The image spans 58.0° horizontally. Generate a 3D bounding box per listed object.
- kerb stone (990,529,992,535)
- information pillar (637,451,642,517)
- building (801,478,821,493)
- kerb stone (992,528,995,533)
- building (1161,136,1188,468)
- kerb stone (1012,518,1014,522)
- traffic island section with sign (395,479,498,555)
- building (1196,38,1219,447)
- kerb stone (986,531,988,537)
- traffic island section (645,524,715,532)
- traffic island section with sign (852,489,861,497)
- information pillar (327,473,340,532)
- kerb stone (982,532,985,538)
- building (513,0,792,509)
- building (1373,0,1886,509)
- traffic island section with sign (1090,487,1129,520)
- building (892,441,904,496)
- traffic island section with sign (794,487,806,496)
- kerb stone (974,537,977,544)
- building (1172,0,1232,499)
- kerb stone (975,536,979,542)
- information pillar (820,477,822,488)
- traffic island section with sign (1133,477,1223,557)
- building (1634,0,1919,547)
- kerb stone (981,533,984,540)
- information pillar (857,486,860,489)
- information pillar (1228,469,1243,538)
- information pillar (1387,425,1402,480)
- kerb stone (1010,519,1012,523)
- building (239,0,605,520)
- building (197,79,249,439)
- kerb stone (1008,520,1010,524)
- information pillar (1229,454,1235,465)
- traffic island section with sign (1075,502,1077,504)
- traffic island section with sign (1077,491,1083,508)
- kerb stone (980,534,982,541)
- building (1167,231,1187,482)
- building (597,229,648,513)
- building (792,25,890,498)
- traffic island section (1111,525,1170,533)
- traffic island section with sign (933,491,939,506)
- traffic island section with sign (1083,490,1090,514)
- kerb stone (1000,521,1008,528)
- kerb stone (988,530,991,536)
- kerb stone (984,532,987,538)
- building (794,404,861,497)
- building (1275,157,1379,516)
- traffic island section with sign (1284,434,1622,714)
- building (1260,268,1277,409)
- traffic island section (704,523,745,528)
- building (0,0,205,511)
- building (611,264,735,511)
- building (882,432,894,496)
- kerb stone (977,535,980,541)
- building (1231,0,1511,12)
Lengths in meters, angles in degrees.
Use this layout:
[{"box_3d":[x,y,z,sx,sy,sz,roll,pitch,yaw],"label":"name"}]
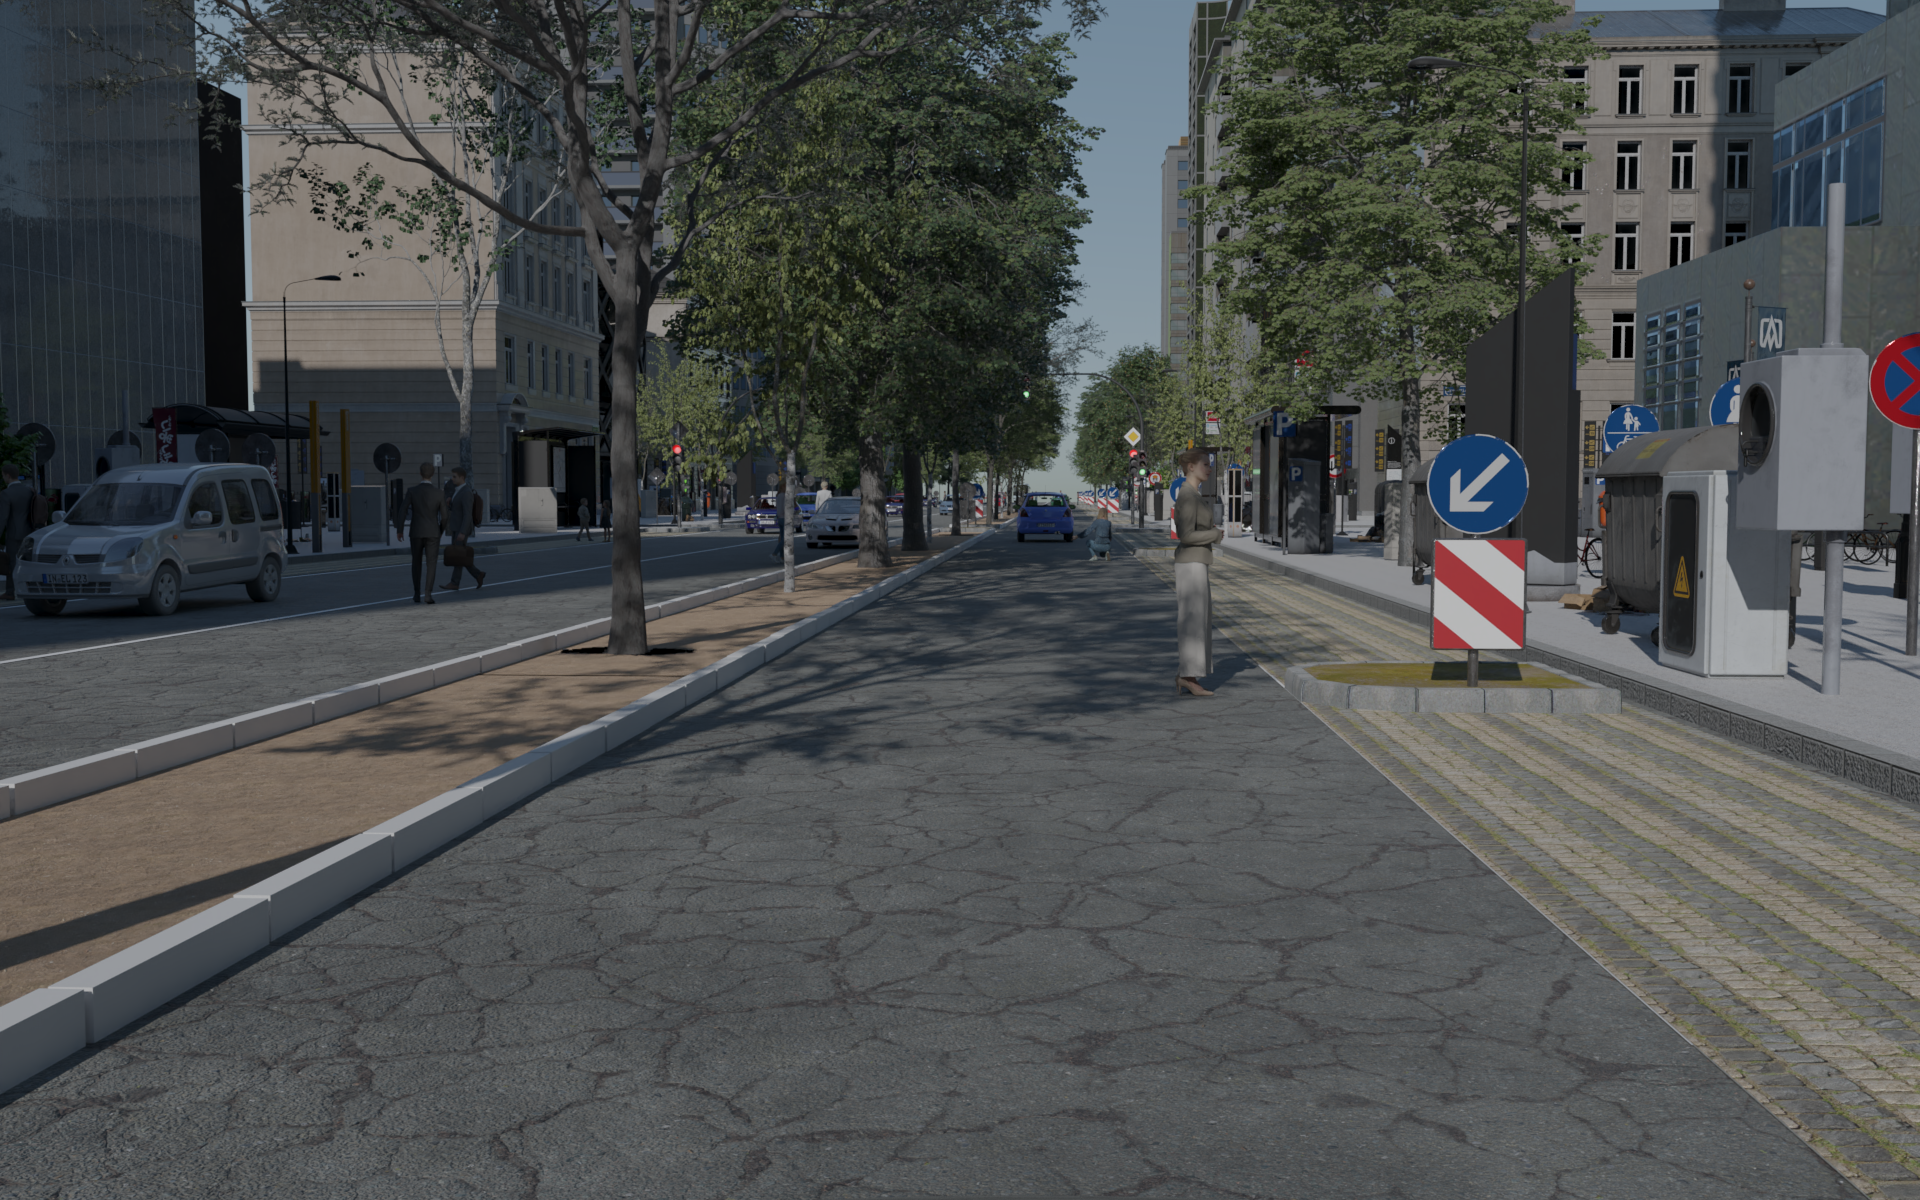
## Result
[{"box_3d":[0.926,-2.261,59.234,0.120,0.150,1.000,0,4,3],"label":"kerb stone"},{"box_3d":[-17.604,-6.344,95.077,0.183,3.616,0.504,1,4,11],"label":"information pillar"},{"box_3d":[-32.025,-30.542,191.238,32.217,40.220,23.993,0,4,3],"label":"building"},{"box_3d":[1.054,-2.391,61.285,0.120,0.150,1.000,0,4,3],"label":"kerb stone"},{"box_3d":[44.256,-45.795,290.746,21.231,58.520,28.212,0,4,3],"label":"building"},{"box_3d":[2.428,-3.804,84.395,0.120,0.150,1.000,0,4,3],"label":"kerb stone"},{"box_3d":[-12.198,-2.008,41.467,1.989,1.847,2.006,0,4,3],"label":"traffic island section with sign"},{"box_3d":[42.188,-37.164,196.867,28.713,52.752,27.495,0,4,3],"label":"building"},{"box_3d":[0.746,-2.076,56.162,0.120,0.150,1.000,0,4,3],"label":"kerb stone"},{"box_3d":[-10.728,-2.682,66.123,2.009,0.180,2.903,0,4,3],"label":"traffic island section"},{"box_3d":[-7.335,-7.018,123.364,1.989,1.847,2.006,0,4,3],"label":"traffic island section with sign"},{"box_3d":[-21.442,-3.350,59.269,0.304,2.012,0.304,1,4,14],"label":"information pillar"},{"box_3d":[0.622,-1.953,54.121,0.120,0.150,1.000,0,4,3],"label":"kerb stone"},{"box_3d":[-28.375,-38.037,163.905,21.231,58.520,28.212,0,4,3],"label":"building"},{"box_3d":[34.410,-17.738,87.283,25.104,27.353,12.463,0,4,3],"label":"building"},{"box_3d":[8.330,-5.327,95.720,1.989,1.847,2.006,0,4,3],"label":"traffic island section with sign"},{"box_3d":[-16.320,-37.788,301.427,14.154,41.232,14.086,0,4,3],"label":"building"},{"box_3d":[-8.936,-5.372,96.456,1.989,1.847,2.006,0,4,3],"label":"traffic island section with sign"},{"box_3d":[0.316,-1.640,49.007,0.120,0.150,1.000,0,4,3],"label":"kerb stone"},{"box_3d":[41.758,-49.741,251.524,20.563,71.187,20.611,0,4,3],"label":"building"},{"box_3d":[0.388,-1.703,50.036,0.120,0.150,1.000,0,4,3],"label":"kerb stone"},{"box_3d":[-10.988,-8.938,137.495,0.183,3.616,0.504,-1,4,-15],"label":"information pillar"},{"box_3d":[5.049,-1.939,40.330,1.989,1.847,2.006,0,4,3],"label":"traffic island section with sign"},{"box_3d":[30.596,-44.109,33.860,22.319,86.520,31.000,0,4,3],"label":"building"},{"box_3d":[0.573,-1.890,53.097,0.120,0.150,1.000,0,4,3],"label":"kerb stone"},{"box_3d":[-8.522,-9.389,144.859,0.183,3.616,0.504,2,4,27],"label":"information pillar"},{"box_3d":[8.073,-2.835,50.839,0.304,2.012,0.304,-2,4,-26],"label":"information pillar"},{"box_3d":[14.474,-4.065,57.816,0.504,3.616,0.183,1,4,15],"label":"information pillar"},{"box_3d":[2.242,-3.614,81.326,0.120,0.150,1.000,0,4,3],"label":"kerb stone"},{"box_3d":[-28.793,-18.985,96.307,13.634,28.700,20.117,0,4,3],"label":"building"},{"box_3d":[-48.489,-16.043,91.976,15.834,23.373,12.332,0,4,3],"label":"building"},{"box_3d":[2.065,-3.423,78.262,0.120,0.150,1.000,0,4,3],"label":"kerb stone"},{"box_3d":[15.674,-6.643,99.968,0.504,3.616,0.183,-3,5,-39],"label":"information pillar"},{"box_3d":[14.496,-11.663,199.319,1.989,1.847,2.006,0,4,3],"label":"traffic island section with sign"},{"box_3d":[12.895,-10.016,172.385,1.989,1.847,2.006,0,4,3],"label":"traffic island section with sign"},{"box_3d":[0.505,-1.828,52.077,0.120,0.150,1.000,0,4,3],"label":"kerb stone"},{"box_3d":[39.392,-35.861,269.925,14.154,41.232,14.086,0,4,3],"label":"building"},{"box_3d":[-29.761,-15.174,115.540,16.820,18.784,16.811,0,4,3],"label":"building"},{"box_3d":[-21.571,-50.809,268.984,20.563,71.187,20.611,0,4,3],"label":"building"},{"box_3d":[6.832,-2.618,65.077,2.009,0.180,2.903,0,4,3],"label":"traffic island section"},{"box_3d":[-2.713,-11.759,200.887,1.989,1.847,2.006,0,4,3],"label":"traffic island section with sign"},{"box_3d":[9.938,-6.985,122.836,1.989,1.847,2.006,0,4,3],"label":"traffic island section with sign"},{"box_3d":[1.941,-3.304,76.219,0.120,0.150,1.000,0,4,3],"label":"kerb stone"},{"box_3d":[0.864,-2.202,58.207,0.120,0.150,1.000,0,4,3],"label":"kerb stone"},{"box_3d":[0.692,-2.015,55.141,0.120,0.150,1.000,0,4,3],"label":"kerb stone"},{"box_3d":[-20.127,-29.379,252.039,14.160,30.474,14.107,0,4,3],"label":"building"},{"box_3d":[29.808,-18.131,115.507,14.314,24.678,30.058,0,4,3],"label":"building"},{"box_3d":[3.356,-0.219,12.215,1.989,1.847,2.006,0,4,3],"label":"traffic island section with sign"},{"box_3d":[31.165,-18.905,138.773,12.332,23.373,15.834,0,4,3],"label":"building"},{"box_3d":[-10.253,-3.169,74.094,2.009,0.180,2.903,0,4,3],"label":"traffic island section"},{"box_3d":[-34.805,-14.212,50.396,19.932,24.808,12.078,0,4,3],"label":"building"},{"box_3d":[-24.530,-16.773,138.860,10.561,19.102,19.286,0,4,3],"label":"building"},{"box_3d":[-18.561,-38.971,287.293,14.600,45.320,14.200,0,4,3],"label":"building"},{"box_3d":[0.444,-1.759,51.057,0.120,0.150,1.000,0,4,3],"label":"kerb stone"},{"box_3d":[40.956,-35.429,168.499,28.713,52.752,27.495,0,4,3],"label":"building"}]
